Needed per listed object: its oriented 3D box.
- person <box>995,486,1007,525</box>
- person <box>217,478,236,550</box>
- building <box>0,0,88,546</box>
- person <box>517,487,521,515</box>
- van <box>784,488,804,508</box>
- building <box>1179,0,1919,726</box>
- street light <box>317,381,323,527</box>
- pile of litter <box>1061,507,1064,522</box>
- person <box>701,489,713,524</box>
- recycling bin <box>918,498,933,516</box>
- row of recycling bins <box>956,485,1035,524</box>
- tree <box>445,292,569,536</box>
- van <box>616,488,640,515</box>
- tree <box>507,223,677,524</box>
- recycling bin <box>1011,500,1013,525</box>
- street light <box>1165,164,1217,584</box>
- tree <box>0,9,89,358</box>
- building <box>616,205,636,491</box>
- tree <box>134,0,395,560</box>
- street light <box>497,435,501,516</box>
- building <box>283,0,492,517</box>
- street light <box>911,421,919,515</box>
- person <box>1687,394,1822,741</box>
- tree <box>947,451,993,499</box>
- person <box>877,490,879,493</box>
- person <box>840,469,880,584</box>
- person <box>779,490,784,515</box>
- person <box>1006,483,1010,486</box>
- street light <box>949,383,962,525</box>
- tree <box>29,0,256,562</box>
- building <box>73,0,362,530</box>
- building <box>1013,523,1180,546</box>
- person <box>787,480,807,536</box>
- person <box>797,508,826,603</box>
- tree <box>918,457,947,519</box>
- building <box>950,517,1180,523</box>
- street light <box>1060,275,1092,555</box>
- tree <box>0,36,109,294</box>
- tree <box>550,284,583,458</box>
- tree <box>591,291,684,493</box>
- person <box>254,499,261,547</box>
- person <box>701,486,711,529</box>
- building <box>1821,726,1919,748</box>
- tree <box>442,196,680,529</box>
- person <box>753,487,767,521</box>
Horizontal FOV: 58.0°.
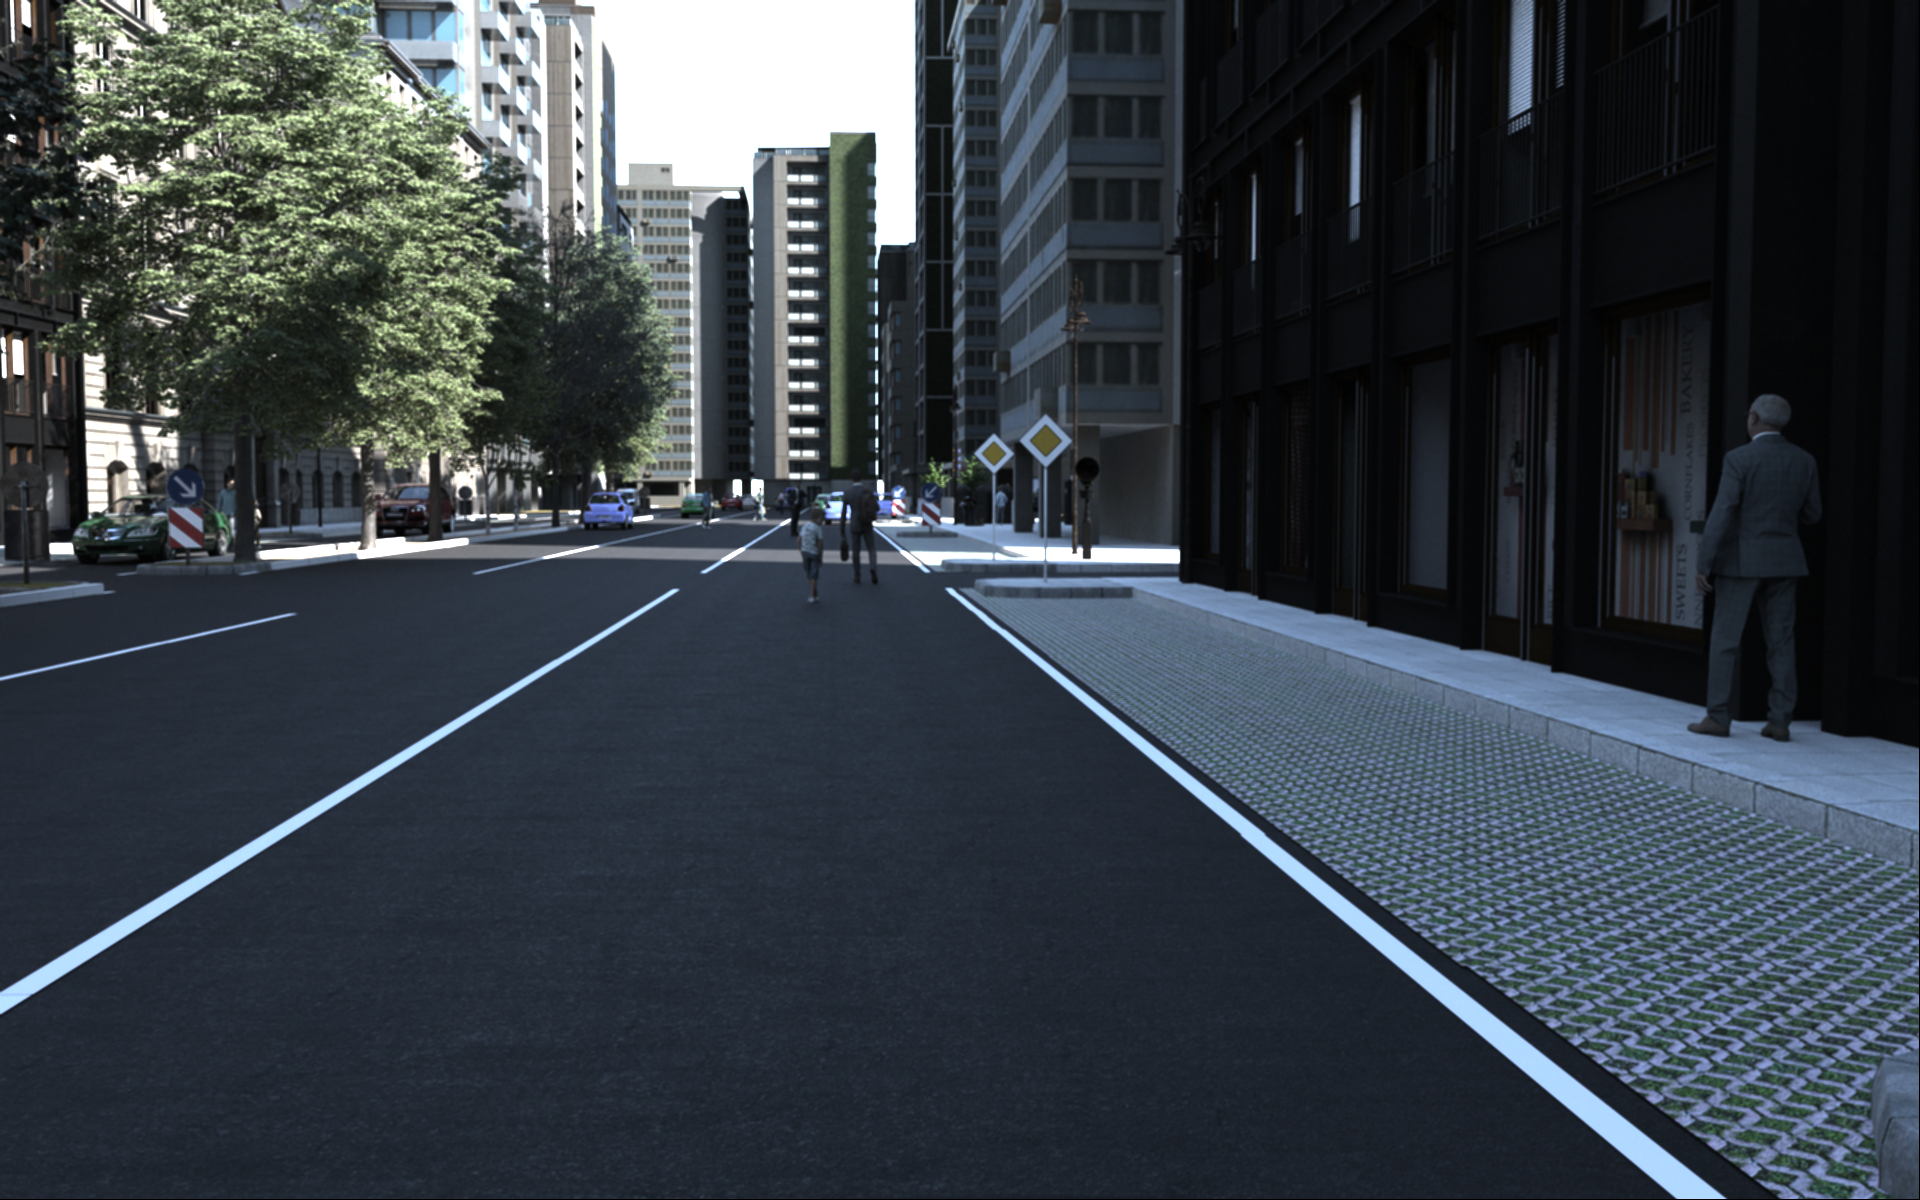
[{"bbox_3d":[1.657,-3.859,70.948,0.589,1.601,0.330,-2,4,-25],"label":"person"},{"bbox_3d":[-18.910,-2.240,44.990,0.638,1.841,0.748,1,4,14],"label":"person"},{"bbox_3d":[-29.319,-12.756,38.234,12.332,23.373,15.834,0,4,-4],"label":"building"},{"bbox_3d":[-27.697,-6.235,108.695,0.721,1.736,1.217,0,4,-5],"label":"person"},{"bbox_3d":[-16.987,-10.606,177.785,2.240,2.365,5.245,0,4,-6],"label":"van"},{"bbox_3d":[9.942,-11.480,17.372,12.332,23.373,15.834,0,4,-4],"label":"building"},{"bbox_3d":[-25.084,-5.808,67.749,0.468,5.910,1.993,0,4,-4],"label":"street light"},{"bbox_3d":[4.724,-4.028,79.831,1.176,0.858,1.719,1,4,22],"label":"pile of litter"},{"bbox_3d":[-12.183,-4.558,83.446,0.576,1.772,0.534,-1,4,-19],"label":"person"},{"bbox_3d":[-2.015,-5.481,102.171,0.722,1.027,0.722,2,4,34],"label":"recycling bin"},{"bbox_3d":[1.500,-4.156,75.057,3.534,1.692,1.069,0,4,6],"label":"row of recycling bins"},{"bbox_3d":[-16.089,-6.710,62.524,4.737,8.622,4.395,0,3,0],"label":"tree"},{"bbox_3d":[-23.608,-7.055,122.361,2.013,2.044,4.112,0,4,-5],"label":"van"},{"bbox_3d":[-17.814,-10.575,82.008,9.857,13.997,8.962,0,3,0],"label":"tree"},{"bbox_3d":[2.530,-3.671,72.574,0.722,1.027,0.722,0,4,-2],"label":"recycling bin"},{"bbox_3d":[3.280,-3.178,24.740,0.468,5.910,1.993,0,4,-4],"label":"street light"},{"bbox_3d":[-13.267,-4.211,21.671,4.360,8.622,3.978,0,3,0],"label":"tree"},{"bbox_3d":[-40.210,-24.633,174.451,14.107,30.474,14.160,0,4,-4],"label":"building"},{"bbox_3d":[-14.944,-7.512,43.404,7.486,12.596,7.792,0,3,0],"label":"tree"},{"bbox_3d":[-27.565,-7.979,103.236,0.468,5.910,1.993,0,4,-4],"label":"street light"},{"bbox_3d":[-33.713,-18.090,93.029,12.463,27.353,25.104,0,4,-4],"label":"building"},{"bbox_3d":[-2.800,-8.249,107.663,0.468,5.910,1.993,0,4,-4],"label":"street light"},{"bbox_3d":[4.191,-0.182,9.194,0.661,1.801,0.590,-1,4,-9],"label":"person"},{"bbox_3d":[0.558,-5.035,76.928,1.663,3.219,1.824,0,3,0],"label":"tree"},{"bbox_3d":[-8.575,-10.620,180.617,0.756,1.711,0.436,0,4,-2],"label":"person"},{"bbox_3d":[-1.607,-1.185,27.836,0.622,1.834,0.822,-1,4,-12],"label":"person"},{"bbox_3d":[-12.429,-6.762,120.000,0.436,1.711,0.756,1,4,17],"label":"person"},{"bbox_3d":[2.221,-4.651,82.355,0.520,1.790,0.573,2,4,29],"label":"person"},{"bbox_3d":[-0.197,-6.080,72.199,0.468,5.910,1.993,0,4,-4],"label":"street light"},{"bbox_3d":[-14.158,-6.937,34.008,7.486,12.596,7.792,0,3,0],"label":"tree"},{"bbox_3d":[-31.549,-14.939,63.330,14.460,24.649,34.723,0,4,-4],"label":"building"},{"bbox_3d":[13.644,-21.831,48.811,23.993,40.220,32.217,0,4,-4],"label":"building"},{"bbox_3d":[-5.590,-3.161,59.542,0.474,1.900,0.648,3,5,40],"label":"person"},{"bbox_3d":[-1.964,-0.598,22.966,0.352,1.250,0.332,-2,4,-29],"label":"person"},{"bbox_3d":[-1.512,-5.887,90.852,1.663,3.219,1.824,0,3,0],"label":"tree"},{"bbox_3d":[15.349,-24.773,96.927,32.217,40.220,23.993,0,4,-4],"label":"building"},{"bbox_3d":[2.440,-3.904,36.617,0.468,5.910,1.993,0,4,-4],"label":"street light"},{"bbox_3d":[-12.557,-5.751,13.499,9.611,12.733,9.660,0,3,0],"label":"tree"},{"bbox_3d":[-15.680,-8.000,51.377,7.486,12.596,7.792,0,3,0],"label":"tree"},{"bbox_3d":[-18.408,-10.410,90.786,7.486,12.596,7.792,0,3,0],"label":"tree"},{"bbox_3d":[-18.922,-2.053,46.346,0.475,1.303,0.640,0,4,-6],"label":"person"},{"bbox_3d":[-10.455,-3.830,71.456,0.444,1.785,0.601,2,4,27],"label":"person"},{"bbox_3d":[11.371,-10.493,1.234,12.332,23.373,15.834,0,4,-4],"label":"building"},{"bbox_3d":[-16.666,-9.678,71.065,12.009,13.543,11.850,0,3,0],"label":"tree"},{"bbox_3d":[-10.714,-5.154,92.751,0.713,1.824,0.794,0,4,-5],"label":"person"}]
